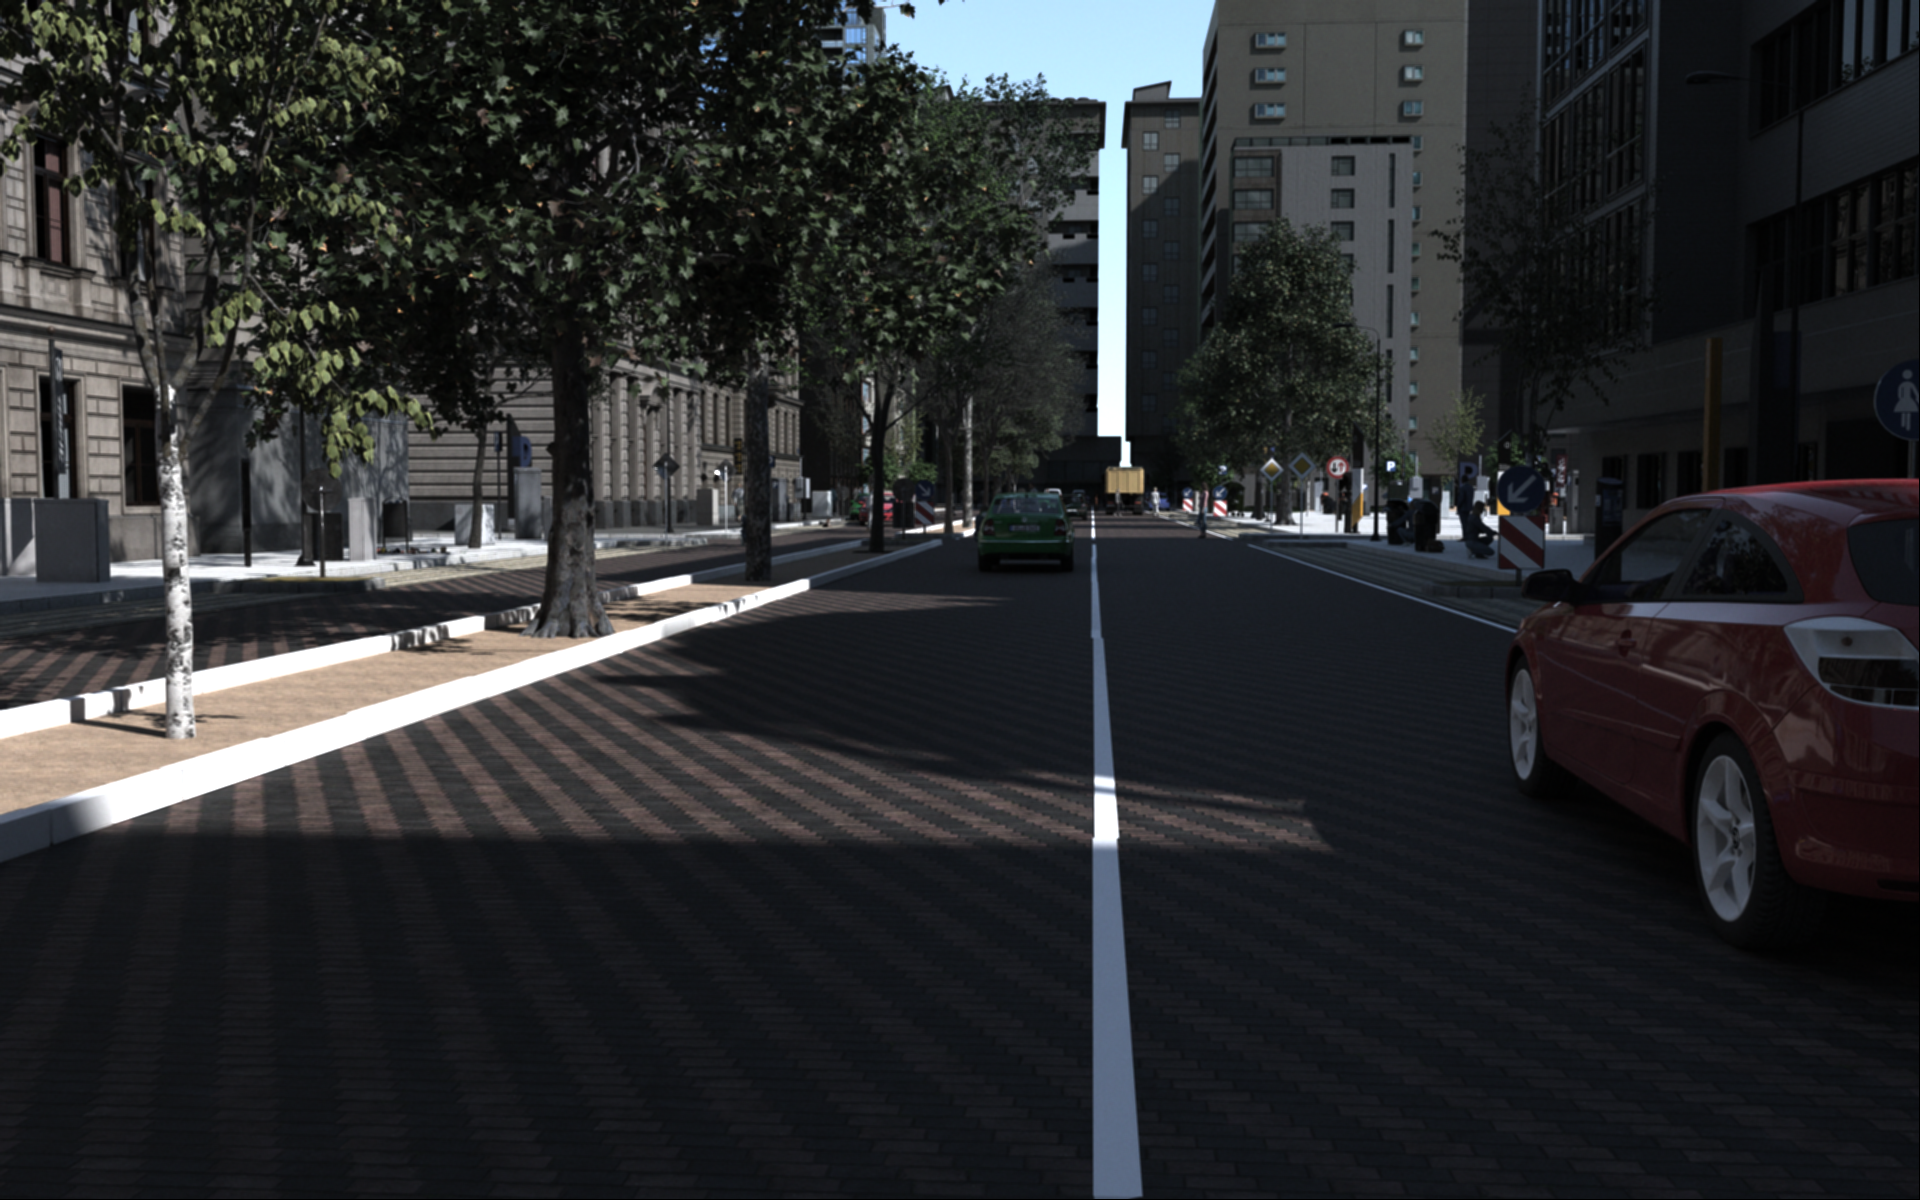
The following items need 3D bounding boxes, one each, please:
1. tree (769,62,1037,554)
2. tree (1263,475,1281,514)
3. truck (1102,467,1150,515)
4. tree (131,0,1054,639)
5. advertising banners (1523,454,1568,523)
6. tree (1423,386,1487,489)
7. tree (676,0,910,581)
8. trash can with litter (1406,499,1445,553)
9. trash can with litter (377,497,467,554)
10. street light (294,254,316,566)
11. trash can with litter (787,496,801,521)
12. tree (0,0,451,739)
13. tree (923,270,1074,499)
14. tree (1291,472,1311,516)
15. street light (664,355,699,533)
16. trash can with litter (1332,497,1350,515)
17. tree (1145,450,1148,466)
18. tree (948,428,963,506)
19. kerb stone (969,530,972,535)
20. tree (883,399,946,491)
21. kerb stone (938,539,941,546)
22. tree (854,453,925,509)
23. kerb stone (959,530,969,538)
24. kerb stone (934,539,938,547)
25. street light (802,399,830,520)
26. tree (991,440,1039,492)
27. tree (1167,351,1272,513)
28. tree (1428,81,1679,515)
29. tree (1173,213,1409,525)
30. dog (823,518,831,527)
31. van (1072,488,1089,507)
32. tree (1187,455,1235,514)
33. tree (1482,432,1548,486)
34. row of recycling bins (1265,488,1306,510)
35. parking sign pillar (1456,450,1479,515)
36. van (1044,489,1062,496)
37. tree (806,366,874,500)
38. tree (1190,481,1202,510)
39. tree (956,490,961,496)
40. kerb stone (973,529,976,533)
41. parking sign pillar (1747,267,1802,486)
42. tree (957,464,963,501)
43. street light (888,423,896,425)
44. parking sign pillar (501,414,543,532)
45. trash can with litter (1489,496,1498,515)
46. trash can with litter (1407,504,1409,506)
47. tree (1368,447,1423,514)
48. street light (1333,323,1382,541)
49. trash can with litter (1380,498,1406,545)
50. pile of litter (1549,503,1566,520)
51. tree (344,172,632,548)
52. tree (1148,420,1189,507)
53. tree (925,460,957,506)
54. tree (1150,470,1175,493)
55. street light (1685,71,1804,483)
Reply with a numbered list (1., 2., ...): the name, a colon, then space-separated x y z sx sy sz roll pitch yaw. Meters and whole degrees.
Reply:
1. tree: -1.918 -6.931 41.528 9.928 11.665 9.643 0 3 0
2. tree: 20.595 -7.223 112.698 1.663 3.219 1.824 0 3 0
3. truck: 11.587 -7.688 121.616 3.469 3.379 9.791 0 4 6
4. tree: -3.927 -5.985 17.317 9.611 12.733 9.660 0 3 0
5. advertising banners: 25.486 -4.861 75.663 2.074 3.025 0.090 2 4 33
6. tree: 33.864 -10.241 117.801 4.737 8.622 4.395 0 3 0
7. tree: -4.462 -10.427 28.828 12.611 20.169 13.585 0 3 0
8. trash can with litter: 10.453 -1.650 38.359 0.624 1.170 1.055 -1 4 -8
9. trash can with litter: -11.815 -1.606 37.318 2.233 1.210 1.678 0 4 1
10. street light: -11.129 -3.553 30.641 1.470 5.913 1.316 0 4 4
11. trash can with litter: -8.092 -4.380 82.678 1.678 1.210 2.233 1 4 13
12. tree: -4.542 -3.476 9.645 4.737 8.622 4.395 0 3 0
13. tree: 2.055 -11.540 97.798 9.857 13.997 8.962 0 3 0
14. tree: 19.792 -9.120 99.478 4.737 8.622 4.395 0 3 0
15. street light: -9.029 -5.154 56.816 1.470 5.913 1.316 0 4 4
16. trash can with litter: 23.765 -5.913 108.065 1.055 1.170 0.624 1 4 22
17. tree: 22.412 -14.604 189.132 4.360 8.622 3.978 0 3 0
18. tree: -0.552 -14.027 179.699 4.737 8.622 4.395 0 3 0
19. kerb stone: 0.217 -2.266 59.251 0.120 0.150 1.000 0 4 4
20. tree: -4.287 -11.018 130.506 4.737 8.622 4.395 0 3 0
21. kerb stone: -0.695 -1.542 47.412 0.120 0.150 1.000 0 4 4
22. tree: -5.485 -8.253 118.656 4.285 4.588 4.351 0 3 0
23. kerb stone: 0.134 -2.204 58.232 0.120 0.150 1.000 0 4 4
24. kerb stone: -0.769 -1.480 46.393 0.120 0.150 1.000 0 4 4
25. street light: -7.068 -6.862 84.736 1.470 5.913 1.316 0 4 4
26. tree: 3.716 -10.151 118.793 4.360 8.622 3.978 0 3 0
27. tree: 18.266 -11.906 120.417 9.928 11.665 9.643 0 3 0
28. tree: 10.742 -4.983 31.839 4.360 8.622 3.978 0 3 0
29. tree: 13.481 -9.410 70.867 9.611 12.733 9.660 0 3 0
30. dog: -5.641 -3.307 74.255 0.550 0.427 0.748 0 4 7
31. van: 12.706 -10.835 184.165 2.013 2.044 4.112 0 4 6
32. tree: 16.359 -7.880 112.545 4.285 4.588 4.351 0 3 0
33. tree: 29.194 -6.569 91.123 4.285 4.588 4.351 0 3 0
34. row of recycling bins: 23.955 -7.344 127.181 3.534 1.692 1.069 -2 4 -31
35. parking sign pillar: 31.051 -7.171 105.715 1.447 3.967 1.447 1 4 9
36. van: 7.448 -8.080 139.116 2.013 2.044 4.112 0 4 4
37. tree: -6.772 -9.146 99.899 4.360 8.622 3.978 0 3 0
38. tree: 19.332 -8.765 137.909 1.663 3.219 1.824 0 3 0
39. tree: -0.026 -12.366 196.787 1.663 3.219 1.824 0 3 0
40. kerb stone: 0.373 -2.390 61.291 0.120 0.150 1.000 0 4 4
41. parking sign pillar: 9.930 -2.002 21.205 1.447 3.967 1.447 1 4 20
42. tree: -0.403 -12.401 186.464 4.285 4.588 4.351 0 3 0
43. street light: -4.842 -8.584 112.885 1.470 5.913 1.316 0 4 4
44. parking sign pillar: -14.911 -4.294 58.676 1.447 3.967 1.447 0 4 5
45. trash can with litter: 32.713 -5.744 105.298 1.055 1.170 0.624 2 4 26
46. trash can with litter: 30.119 -6.464 116.737 1.678 1.210 2.233 0 4 2
47. tree: 28.239 -7.884 112.612 4.285 4.588 4.351 0 3 0
48. street light: 10.824 -4.566 47.194 1.470 5.913 1.316 0 4 4
49. trash can with litter: 11.133 -1.992 43.953 0.624 1.170 1.055 2 4 34
50. pile of litter: 29.474 -4.386 85.669 1.719 0.858 1.176 0 4 0
51. tree: -11.150 -6.492 40.554 7.601 10.594 8.767 1 4 12
52. tree: 21.038 -13.458 170.405 4.360 8.622 3.978 0 3 0
53. tree: -3.481 -10.294 152.017 4.285 4.588 4.351 0 3 0
54. tree: 23.423 -13.279 200.821 4.285 4.588 4.351 0 3 0
55. street light: 8.676 -2.852 19.177 1.470 5.913 1.316 0 4 4
